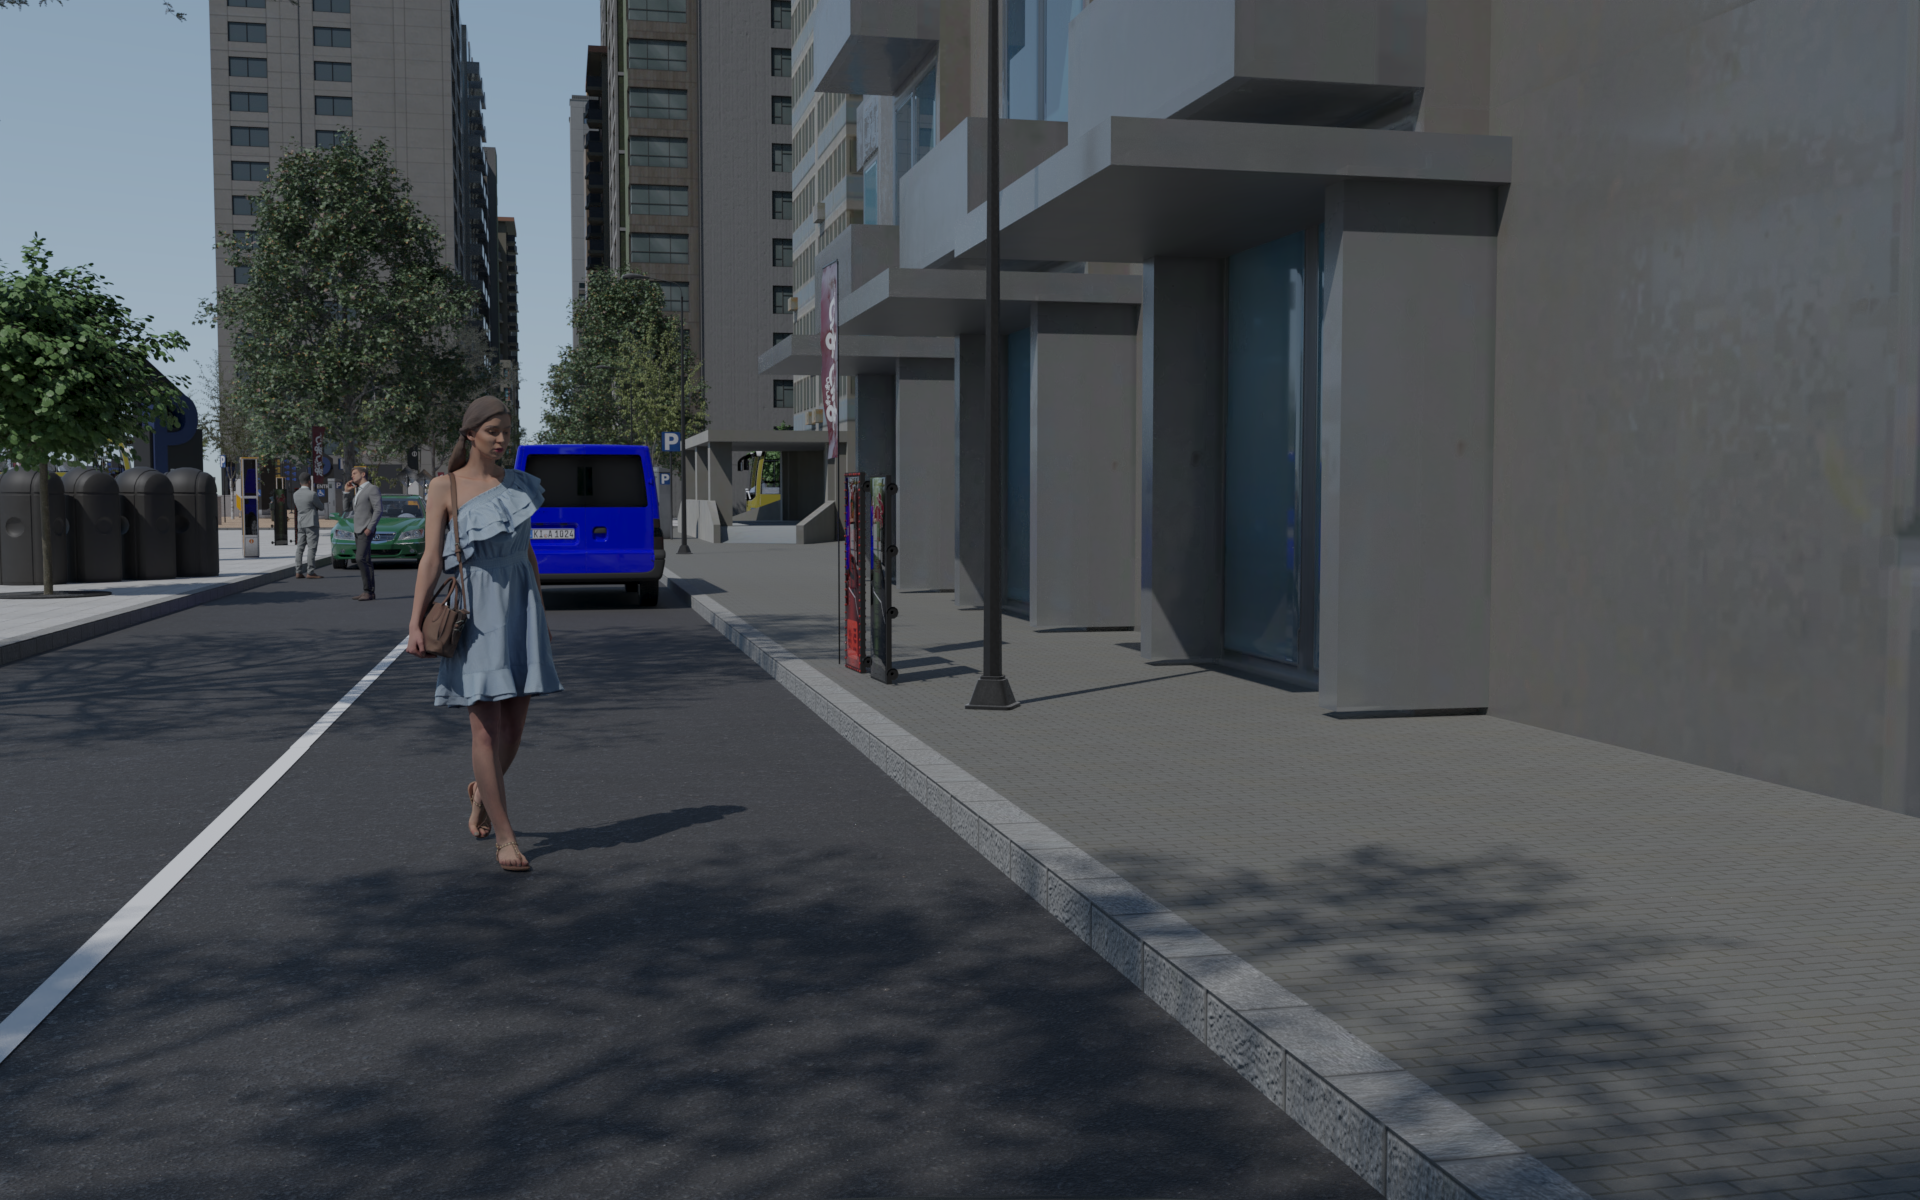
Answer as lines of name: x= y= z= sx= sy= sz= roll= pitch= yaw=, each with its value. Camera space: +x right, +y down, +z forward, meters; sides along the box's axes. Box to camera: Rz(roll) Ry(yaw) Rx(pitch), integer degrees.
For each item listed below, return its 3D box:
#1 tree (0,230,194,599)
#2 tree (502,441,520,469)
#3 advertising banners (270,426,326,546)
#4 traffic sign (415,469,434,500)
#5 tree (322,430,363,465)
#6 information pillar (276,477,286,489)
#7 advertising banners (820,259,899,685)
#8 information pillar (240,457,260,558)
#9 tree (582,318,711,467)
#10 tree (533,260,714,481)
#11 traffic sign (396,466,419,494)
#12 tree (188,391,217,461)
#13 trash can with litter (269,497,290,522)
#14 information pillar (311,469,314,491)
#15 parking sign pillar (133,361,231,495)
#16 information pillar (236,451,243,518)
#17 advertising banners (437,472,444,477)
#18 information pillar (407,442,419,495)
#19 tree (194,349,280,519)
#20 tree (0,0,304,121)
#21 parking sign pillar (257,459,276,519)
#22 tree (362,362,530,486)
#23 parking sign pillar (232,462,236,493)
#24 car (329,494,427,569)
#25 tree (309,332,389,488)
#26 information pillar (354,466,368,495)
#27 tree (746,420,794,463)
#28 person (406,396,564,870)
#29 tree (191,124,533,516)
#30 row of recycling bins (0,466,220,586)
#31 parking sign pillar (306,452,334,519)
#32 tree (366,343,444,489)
tree: x=-11.550 y=-2.323 z=21.695 sx=4.285 sy=4.588 sz=4.351 roll=0 pitch=3 yaw=0
tree: x=-54.335 y=-15.835 z=209.264 sx=4.360 sy=8.622 sz=3.978 roll=0 pitch=3 yaw=0
advertising banners: x=-16.692 y=-2.910 z=43.773 sx=0.090 sy=3.025 sz=2.074 roll=1 pitch=4 yaw=19
traffic sign: x=-21.338 y=-3.998 z=69.017 sx=0.795 sy=2.450 sz=0.064 roll=-1 pitch=4 yaw=-13
tree: x=-42.277 y=-11.635 z=124.651 sx=8.767 sy=10.594 sz=7.601 roll=-1 pitch=4 yaw=-11
information pillar: x=-29.605 y=-4.346 z=75.554 sx=0.304 sy=2.012 sz=0.304 roll=0 pitch=4 yaw=1
advertising banners: x=-0.754 y=-0.996 z=12.470 sx=0.090 sy=3.025 sz=2.074 roll=-1 pitch=4 yaw=-17
information pillar: x=-14.288 y=-1.856 z=34.845 sx=0.304 sy=2.012 sz=0.304 roll=-2 pitch=4 yaw=-28
tree: x=-12.981 y=-7.543 z=73.689 sx=4.737 sy=8.622 sz=4.395 roll=0 pitch=3 yaw=0
tree: x=-16.449 y=-10.272 z=84.947 sx=9.611 sy=12.733 sz=9.660 roll=0 pitch=3 yaw=0
traffic sign: x=-19.532 y=-3.523 z=61.238 sx=0.795 sy=2.450 sz=0.064 roll=-1 pitch=4 yaw=-13
tree: x=-53.680 y=-10.355 z=119.663 sx=4.737 sy=8.622 sz=4.395 roll=0 pitch=3 yaw=0
trash can with litter: x=-31.590 y=-4.228 z=80.521 sx=1.055 sy=1.170 sz=0.624 roll=2 pitch=4 yaw=28
information pillar: x=-29.679 y=-5.385 z=79.392 sx=0.183 sy=3.616 sz=0.504 roll=-1 pitch=4 yaw=-16
parking sign pillar: x=-15.018 y=-2.716 z=32.880 sx=1.447 sy=3.967 sz=1.447 roll=1 pitch=4 yaw=21
information pillar: x=-39.145 y=-6.292 z=94.231 sx=0.504 sy=3.616 sz=0.183 roll=1 pitch=4 yaw=9
advertising banners: x=-40.517 y=-8.667 z=137.898 sx=2.074 sy=3.025 sz=0.090 roll=0 pitch=4 yaw=-7
information pillar: x=-24.328 y=-5.245 z=77.106 sx=0.504 sy=3.616 sz=0.183 roll=0 pitch=4 yaw=-6
tree: x=-36.879 y=-8.388 z=87.505 sx=4.360 sy=8.622 sz=3.978 roll=0 pitch=3 yaw=0
tree: x=-8.672 y=-6.031 z=8.972 sx=12.009 sy=13.543 sz=11.850 roll=0 pitch=3 yaw=0
parking sign pillar: x=-36.595 y=-6.282 z=91.189 sx=1.447 sy=3.967 sz=1.447 roll=1 pitch=4 yaw=12
tree: x=-32.760 y=-10.941 z=113.303 sx=8.767 sy=10.594 sz=7.601 roll=1 pitch=4 yaw=18
parking sign pillar: x=-51.894 y=-8.280 z=123.850 sx=1.447 sy=3.967 sz=1.447 roll=2 pitch=4 yaw=33
car: x=-11.492 y=-1.411 z=34.869 sx=2.131 sy=1.459 sz=4.920 roll=-1 pitch=4 yaw=-13
tree: x=-25.469 y=-7.441 z=72.019 sx=4.737 sy=8.622 sz=4.395 roll=0 pitch=3 yaw=0
information pillar: x=-15.912 y=-2.544 z=46.086 sx=0.304 sy=2.012 sz=0.304 roll=-1 pitch=4 yaw=-9
tree: x=-7.808 y=-5.693 z=76.797 sx=4.285 sy=4.588 sz=4.351 roll=0 pitch=3 yaw=0
person: x=-1.888 y=0.110 z=6.803 sx=0.616 sy=1.811 sz=0.778 roll=-2 pitch=4 yaw=-32
tree: x=-19.171 y=-8.392 z=54.220 sx=9.611 sy=12.733 sz=9.660 roll=0 pitch=3 yaw=0
row of recycling bins: x=-12.551 y=-1.140 z=25.754 sx=1.069 sy=1.692 sz=3.534 roll=2 pitch=4 yaw=25
parking sign pillar: x=-32.511 y=-6.088 z=88.009 sx=1.447 sy=3.967 sz=1.447 roll=-2 pitch=4 yaw=-25
tree: x=-26.234 y=-8.108 z=82.932 sx=4.360 sy=8.622 sz=3.978 roll=0 pitch=3 yaw=0
